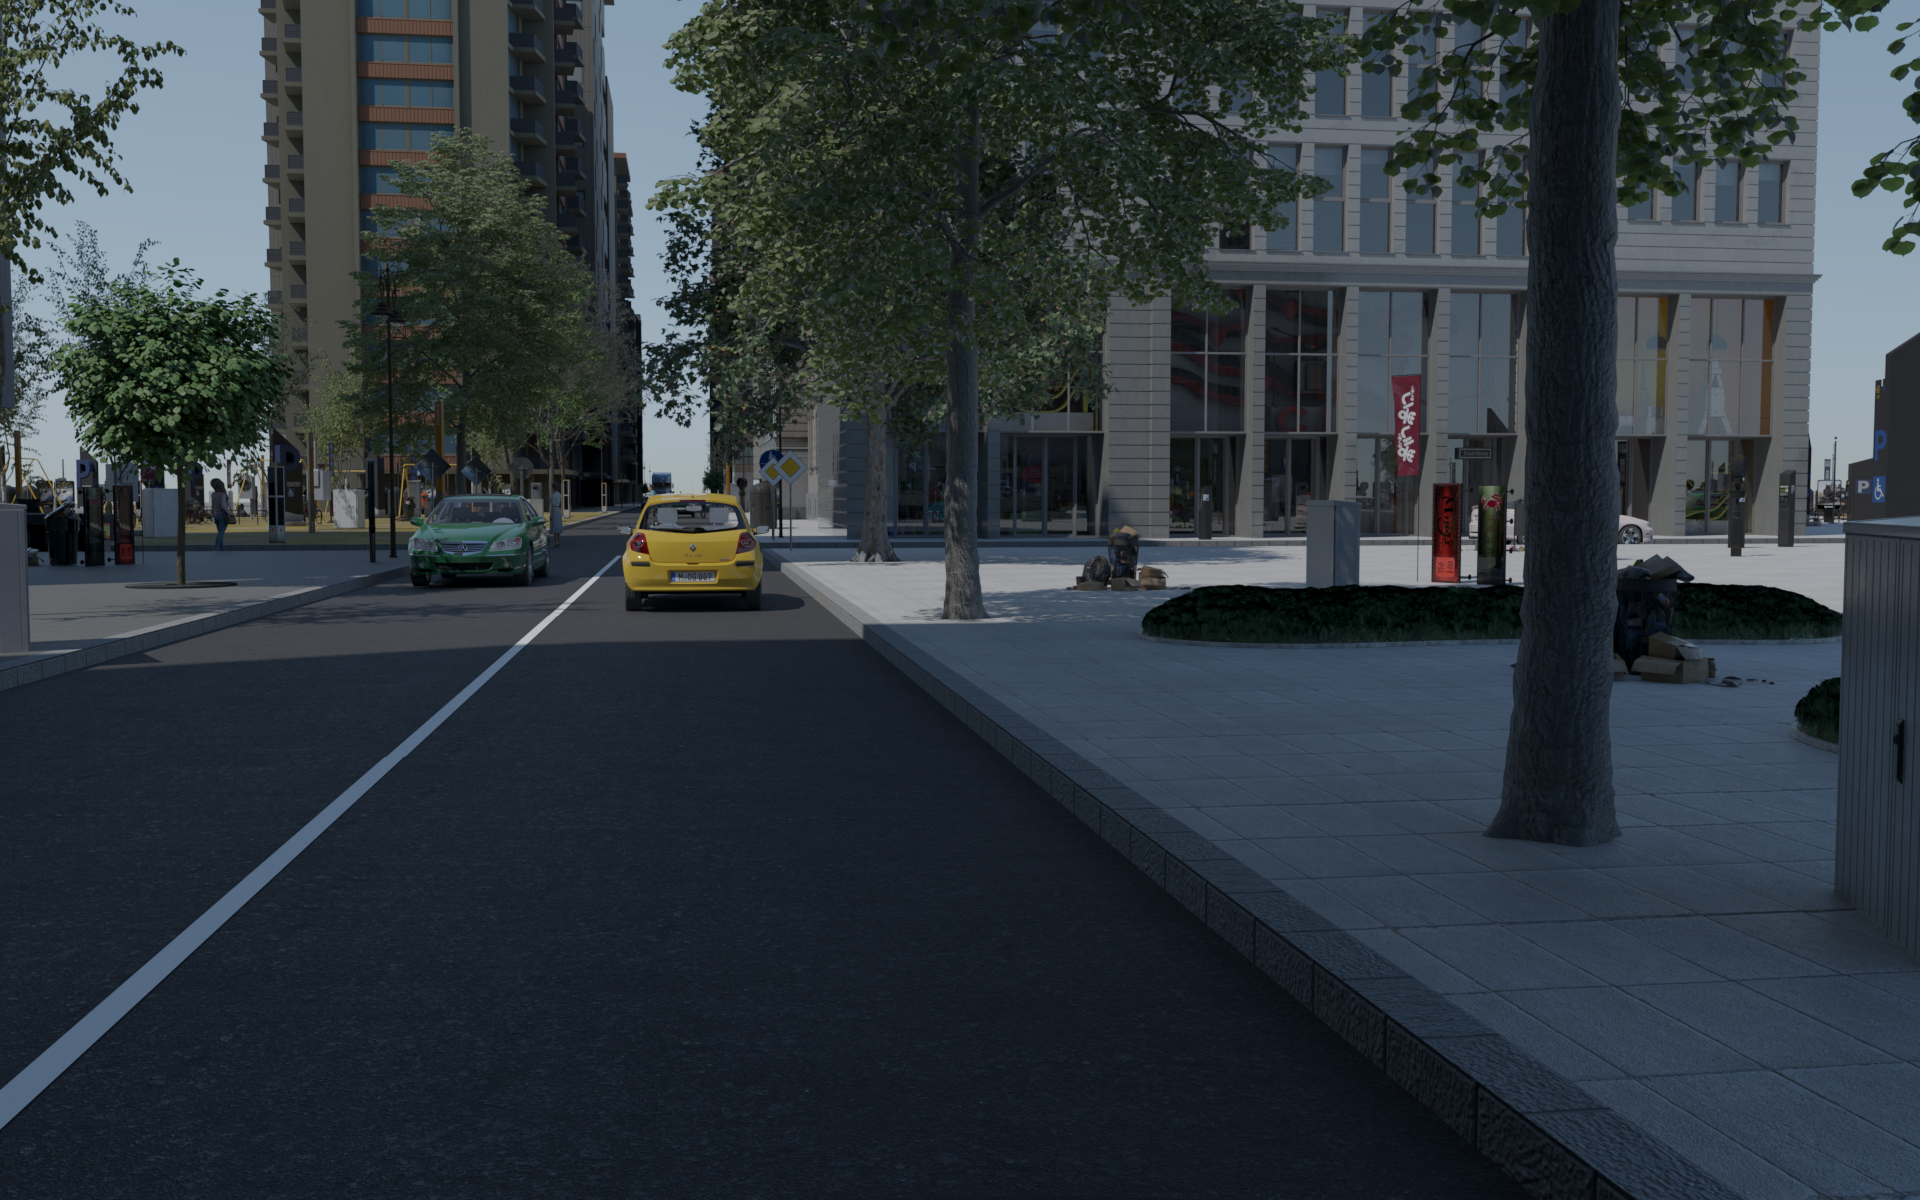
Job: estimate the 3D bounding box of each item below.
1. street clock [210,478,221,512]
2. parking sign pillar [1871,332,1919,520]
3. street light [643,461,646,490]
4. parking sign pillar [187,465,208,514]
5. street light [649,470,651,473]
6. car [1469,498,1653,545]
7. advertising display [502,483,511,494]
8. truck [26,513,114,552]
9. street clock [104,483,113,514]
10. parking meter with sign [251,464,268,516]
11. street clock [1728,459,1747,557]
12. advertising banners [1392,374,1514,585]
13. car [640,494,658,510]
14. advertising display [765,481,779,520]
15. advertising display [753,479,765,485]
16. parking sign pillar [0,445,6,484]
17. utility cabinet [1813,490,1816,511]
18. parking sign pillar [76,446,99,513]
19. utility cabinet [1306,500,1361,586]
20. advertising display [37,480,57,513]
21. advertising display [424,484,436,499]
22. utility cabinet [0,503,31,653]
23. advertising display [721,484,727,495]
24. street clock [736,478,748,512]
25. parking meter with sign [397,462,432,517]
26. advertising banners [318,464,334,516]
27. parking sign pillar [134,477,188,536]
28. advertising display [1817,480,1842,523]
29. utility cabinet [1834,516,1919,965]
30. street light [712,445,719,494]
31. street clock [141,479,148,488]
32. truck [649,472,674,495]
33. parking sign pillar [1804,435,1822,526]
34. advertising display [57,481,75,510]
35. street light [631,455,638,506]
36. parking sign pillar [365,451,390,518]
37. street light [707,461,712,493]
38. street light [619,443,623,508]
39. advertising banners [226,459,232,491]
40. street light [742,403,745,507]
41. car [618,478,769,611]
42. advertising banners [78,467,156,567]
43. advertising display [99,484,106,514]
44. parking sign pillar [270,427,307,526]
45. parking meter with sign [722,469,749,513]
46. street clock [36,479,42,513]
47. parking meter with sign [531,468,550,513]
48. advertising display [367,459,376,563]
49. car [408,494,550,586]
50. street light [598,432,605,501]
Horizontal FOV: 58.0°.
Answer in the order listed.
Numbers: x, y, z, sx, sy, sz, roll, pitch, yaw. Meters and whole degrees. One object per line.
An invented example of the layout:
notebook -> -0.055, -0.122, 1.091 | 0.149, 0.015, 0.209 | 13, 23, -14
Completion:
street clock -> -33.442, -4.486, 77.910 | 0.471, 2.002, 0.358 | -3, 4, -38
parking sign pillar -> 12.673, -2.087, 22.598 | 1.447, 3.967, 1.447 | 0, 4, 3
street light -> -43.575, -16.304, 239.364 | 0.468, 5.910, 1.993 | -1, 4, -9
parking sign pillar -> -47.162, -7.231, 106.700 | 1.447, 3.967, 1.447 | 1, 4, 13
street light -> -49.269, -18.504, 275.320 | 0.468, 5.910, 1.993 | -1, 4, -9
car -> 15.952, -2.054, 45.939 | 4.827, 1.381, 2.083 | -1, 4, -9
advertising display -> -27.249, -6.074, 104.528 | 0.974, 1.923, 0.123 | 2, 4, 30
truck -> -29.603, -3.068, 39.924 | 18.799, 4.110, 2.967 | -1, 4, -10
street clock -> -44.521, -5.271, 90.743 | 0.471, 2.002, 0.358 | 0, 4, 1
parking meter with sign -> -40.451, -6.414, 101.135 | 1.738, 3.016, 0.543 | 1, 4, 12
street clock -> 15.939, -1.893, 35.514 | 0.358, 2.002, 0.471 | 2, 4, 32
advertising banners -> 7.023, -1.754, 24.860 | 0.090, 3.025, 2.074 | -3, 4, -39
car -> -28.667, -9.117, 160.852 | 2.131, 1.459, 4.920 | -1, 4, -9
advertising display -> -9.279, -4.896, 85.267 | 0.974, 1.923, 0.123 | -3, 4, -37
advertising display -> -8.433, -4.093, 72.129 | 0.123, 1.923, 0.974 | -1, 4, -23
parking sign pillar -> -52.315, -6.445, 93.849 | 1.447, 3.967, 1.447 | 0, 4, 8
utility cabinet -> 52.516, -5.910, 105.305 | 0.318, 1.500, 1.173 | -3, 5, -39
parking sign pillar -> -48.886, -6.641, 97.058 | 1.447, 3.967, 1.447 | 2, 4, 24
utility cabinet -> 3.970, -0.445, 18.438 | 0.306, 1.237, 1.020 | 0, 4, -5
advertising display -> -42.700, -4.627, 80.866 | 0.123, 1.923, 0.974 | 1, 4, 9
advertising display -> -35.393, -6.747, 115.533 | 0.974, 1.923, 0.123 | 0, 4, 1
utility cabinet -> -7.954, -0.198, 14.406 | 0.306, 1.237, 1.020 | -2, 4, -34
advertising display -> -16.160, -6.995, 119.585 | 0.123, 1.923, 0.974 | -1, 4, -21
street clock -> -9.542, -4.359, 75.842 | 0.471, 2.002, 0.358 | 2, 4, 34
parking meter with sign -> -29.833, -6.022, 94.723 | 1.738, 3.016, 0.543 | -1, 4, -13
advertising banners -> -36.382, -6.384, 100.560 | 0.090, 3.025, 2.074 | 2, 4, 33
parking sign pillar -> -24.745, -3.965, 53.299 | 1.447, 3.967, 1.447 | -2, 4, -28
advertising display -> 38.821, -4.414, 77.376 | 0.974, 1.923, 0.123 | 2, 4, 34
utility cabinet -> 2.843, 0.373, 5.065 | 0.306, 1.237, 1.020 | 1, 4, 14
street light -> -22.627, -11.529, 161.284 | 0.468, 5.910, 1.993 | -1, 4, -9
street clock -> -28.453, -3.442, 60.849 | 0.471, 2.002, 0.358 | -3, 5, -44
truck -> -37.784, -14.118, 220.588 | 2.967, 4.110, 18.799 | -1, 4, -8
parking sign pillar -> 33.825, -4.955, 69.478 | 1.447, 3.967, 1.447 | 1, 4, 19
advertising display -> -42.940, -4.767, 83.147 | 0.974, 1.923, 0.123 | 1, 4, 13
street light -> -36.441, -13.481, 193.208 | 0.468, 5.910, 1.993 | -1, 4, -9
parking sign pillar -> -31.103, -6.337, 92.090 | 1.447, 3.967, 1.447 | 3, 5, 43
street light -> -28.085, -13.677, 196.399 | 0.468, 5.910, 1.993 | -1, 4, -9
street light -> -30.714, -11.281, 157.238 | 0.468, 5.910, 1.993 | -1, 4, -9
advertising banners -> -36.633, -5.490, 85.952 | 0.090, 3.025, 2.074 | 0, 4, 7
street light -> -10.751, -6.924, 86.001 | 0.468, 5.910, 1.993 | -1, 4, -9
car -> -3.496, -0.766, 22.749 | 2.015, 1.641, 3.980 | -1, 4, -8
advertising banners -> -15.239, -2.158, 31.471 | 0.090, 3.025, 2.074 | 1, 4, 14
advertising display -> -55.722, -6.553, 112.352 | 0.123, 1.923, 0.974 | 1, 4, 9
parking sign pillar -> -26.873, -4.933, 69.127 | 1.447, 3.967, 1.447 | 2, 4, 24
parking meter with sign -> -15.338, -7.475, 118.478 | 1.738, 3.016, 0.543 | 1, 4, 9
street clock -> -45.280, -4.939, 85.320 | 0.471, 2.002, 0.358 | -2, 4, -25
parking meter with sign -> -28.701, -7.409, 117.404 | 1.738, 3.016, 0.543 | 0, 4, -7
advertising display -> -11.087, -1.678, 32.648 | 0.123, 1.923, 0.974 | -1, 4, -19
car -> -7.844, -1.024, 28.538 | 2.131, 1.459, 4.920 | 0, 4, -8
street light -> -25.242, -9.134, 122.126 | 0.468, 5.910, 1.993 | -1, 4, -9
